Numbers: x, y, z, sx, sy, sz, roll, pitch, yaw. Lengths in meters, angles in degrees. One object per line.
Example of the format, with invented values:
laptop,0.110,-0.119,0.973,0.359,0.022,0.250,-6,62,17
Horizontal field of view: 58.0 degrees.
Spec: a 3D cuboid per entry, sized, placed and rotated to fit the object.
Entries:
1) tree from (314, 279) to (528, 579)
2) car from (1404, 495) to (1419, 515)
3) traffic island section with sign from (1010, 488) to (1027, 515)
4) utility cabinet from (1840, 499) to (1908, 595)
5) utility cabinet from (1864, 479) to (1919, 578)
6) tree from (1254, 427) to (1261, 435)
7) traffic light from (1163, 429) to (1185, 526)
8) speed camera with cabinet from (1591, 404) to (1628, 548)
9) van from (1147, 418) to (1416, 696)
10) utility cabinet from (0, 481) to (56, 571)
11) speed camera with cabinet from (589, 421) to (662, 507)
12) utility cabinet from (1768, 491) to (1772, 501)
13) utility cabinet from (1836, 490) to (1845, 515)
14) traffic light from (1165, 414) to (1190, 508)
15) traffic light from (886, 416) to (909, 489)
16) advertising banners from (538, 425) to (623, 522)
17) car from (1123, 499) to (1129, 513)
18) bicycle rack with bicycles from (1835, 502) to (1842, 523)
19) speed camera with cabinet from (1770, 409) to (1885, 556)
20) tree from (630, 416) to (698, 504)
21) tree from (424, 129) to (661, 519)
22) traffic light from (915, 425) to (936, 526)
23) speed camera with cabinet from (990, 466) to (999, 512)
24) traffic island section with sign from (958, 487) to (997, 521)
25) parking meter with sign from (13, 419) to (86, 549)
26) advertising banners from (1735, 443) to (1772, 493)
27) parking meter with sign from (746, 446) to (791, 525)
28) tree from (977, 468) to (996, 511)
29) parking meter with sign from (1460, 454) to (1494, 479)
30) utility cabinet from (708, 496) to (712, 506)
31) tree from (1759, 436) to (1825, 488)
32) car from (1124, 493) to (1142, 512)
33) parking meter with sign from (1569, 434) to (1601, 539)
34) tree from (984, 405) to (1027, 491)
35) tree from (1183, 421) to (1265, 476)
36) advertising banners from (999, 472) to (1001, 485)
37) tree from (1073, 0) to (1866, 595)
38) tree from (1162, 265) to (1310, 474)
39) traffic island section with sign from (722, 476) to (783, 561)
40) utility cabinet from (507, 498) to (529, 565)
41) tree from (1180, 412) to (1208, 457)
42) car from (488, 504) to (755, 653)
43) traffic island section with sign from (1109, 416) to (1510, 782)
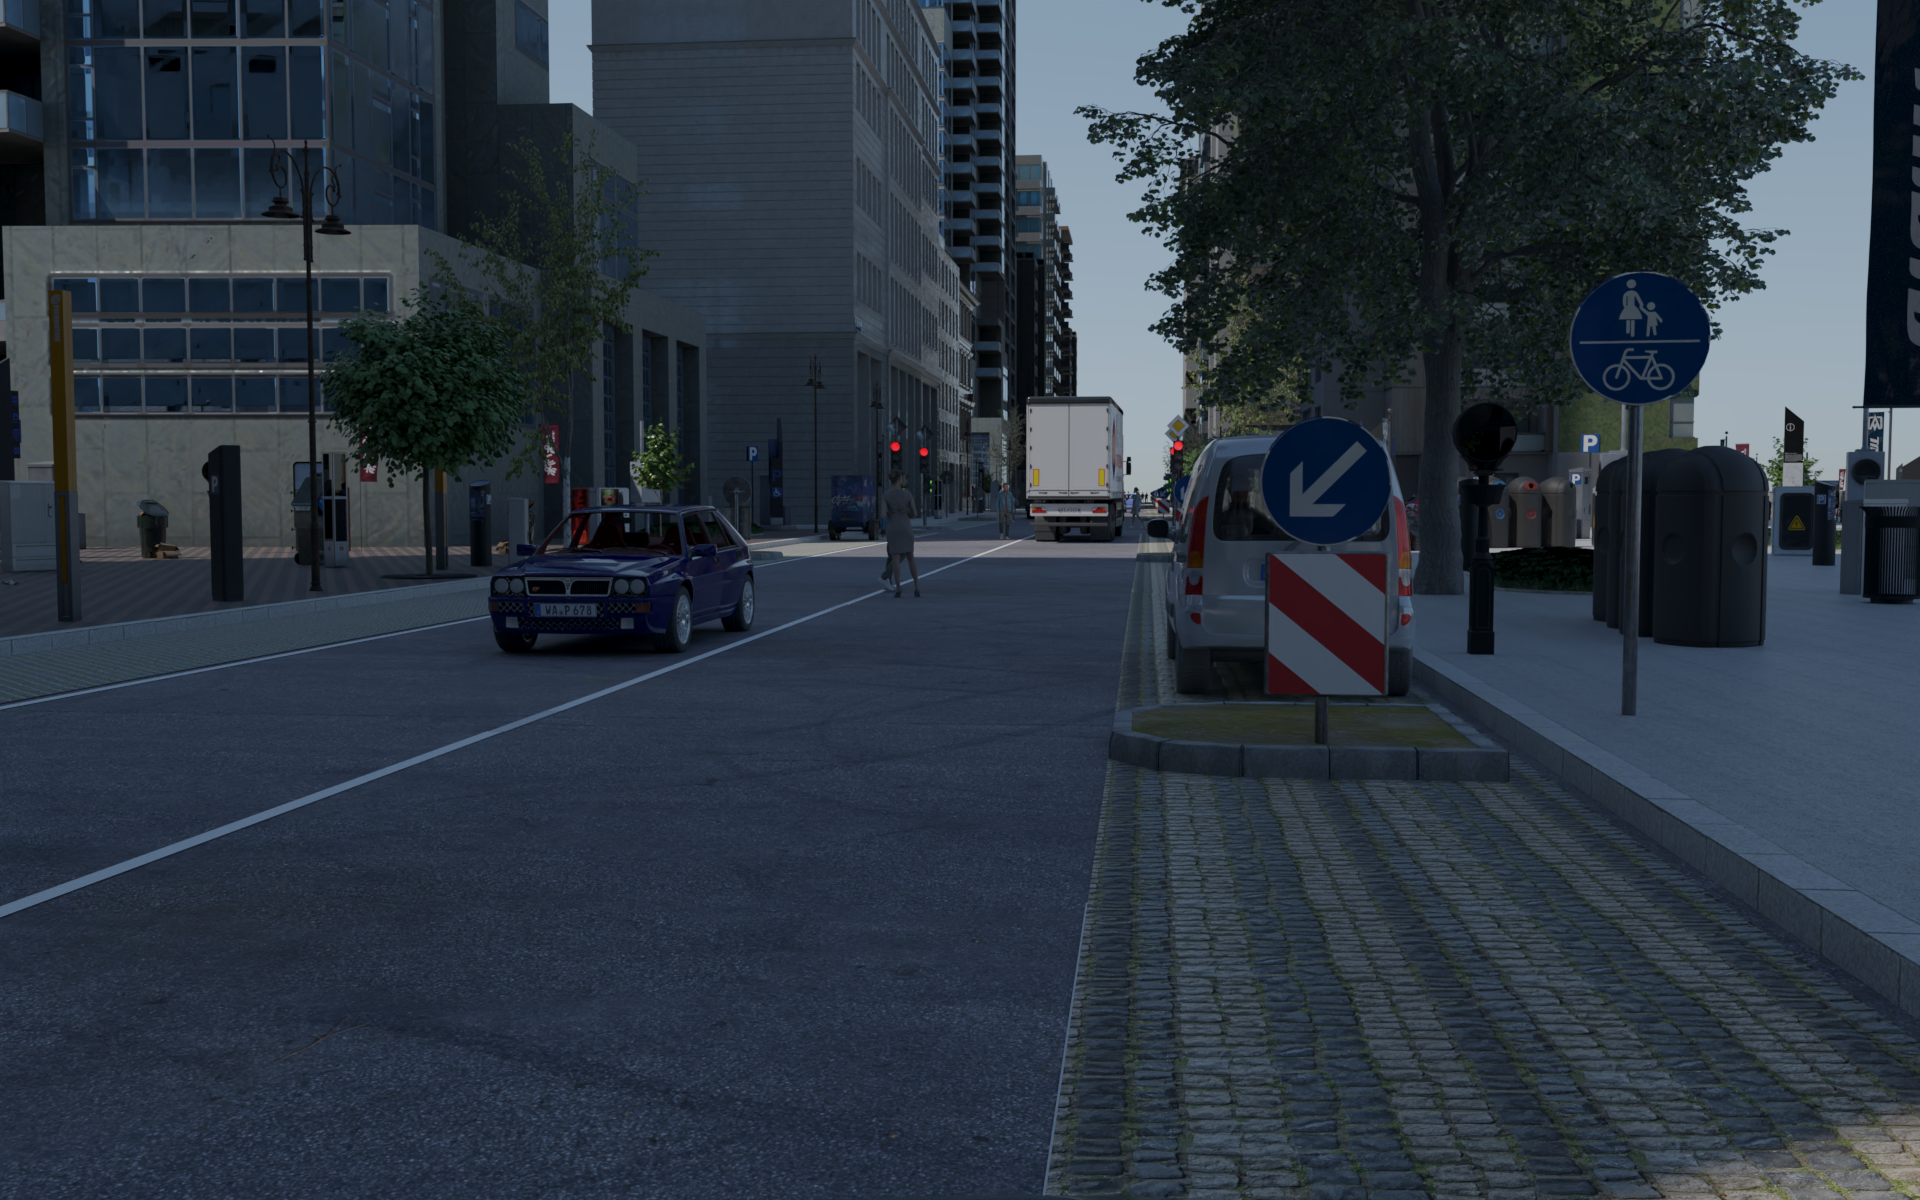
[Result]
tree,-8.214,-2.629,26.691,4.285,4.588,4.351,0,3,0
car,18.733,-3.417,64.907,4.494,1.783,2.155,0,4,6
traffic island section with sign,3.891,-6.810,119.974,1.989,1.847,2.006,0,4,6
utility cabinet,11.801,-0.686,22.384,1.020,1.237,0.306,-2,4,-32
utility cabinet,14.375,-1.077,26.292,1.173,1.500,0.318,2,4,24
tree,8.578,-3.394,50.099,1.663,3.219,1.824,0,3,0
traffic light,8.545,-4.911,69.208,0.839,4.253,0.868,0,4,6
speed camera with cabinet,14.202,-2.660,37.819,0.660,3.252,2.038,1,4,16
van,2.489,-0.406,13.654,2.013,2.044,4.112,0,4,5
utility cabinet,-15.319,-1.233,28.836,0.318,1.500,1.173,2,4,29
speed camera with cabinet,-8.940,-3.172,46.193,2.038,3.252,0.660,-3,5,-45
utility cabinet,56.718,-6.913,121.712,0.318,1.500,1.173,0,4,-6
utility cabinet,48.495,-5.288,95.136,0.318,1.500,1.173,0,4,7
traffic light,7.690,-4.425,61.269,0.839,4.253,0.868,0,4,6
traffic light,-2.265,-4.489,62.321,0.839,4.253,0.868,0,4,6
advertising banners,-9.478,-2.880,43.269,2.074,3.025,0.090,0,4,0
car,11.989,-7.488,134.221,2.131,1.459,4.920,0,4,7
bicycle rack with bicycles,37.846,-3.769,75.000,2.852,0.926,2.925,2,4,29
speed camera with cabinet,17.908,-2.533,35.755,2.038,3.252,0.660,1,4,22
tree,-7.252,-2.941,42.684,1.663,3.219,1.824,0,3,0
tree,-8.098,-5.144,34.466,4.737,8.622,4.395,0,3,0
traffic light,-1.410,-4.975,70.261,0.839,4.253,0.868,0,4,6
speed camera with cabinet,2.445,-7.922,123.867,0.660,3.252,2.038,0,4,2
traffic island section with sign,0.980,-5.158,92.962,1.989,1.847,2.006,0,4,6
parking meter with sign,-21.185,-2.685,40.158,1.738,3.016,0.543,0,4,7
advertising banners,27.454,-3.858,59.270,0.090,3.025,2.074,-2,4,-34
parking meter with sign,-6.886,-4.065,62.719,1.738,3.016,0.543,2,4,34
tree,2.003,-8.280,129.983,1.663,3.219,1.824,0,3,0
parking meter with sign,17.210,-3.714,56.984,1.738,3.016,0.543,-3,4,-37
utility cabinet,-16.616,-6.206,112.623,1.020,1.237,0.306,-1,4,-15
tree,23.810,-3.372,49.732,1.663,3.219,1.824,0,3,0
car,13.669,-7.938,139.377,1.945,1.707,3.694,0,4,5
parking meter with sign,17.753,-3.266,49.661,0.543,3.016,1.738,3,5,40
tree,3.984,-11.795,143.212,4.360,8.622,3.978,0,3,0
tree,12.284,-5.680,76.583,4.285,4.588,4.351,0,3,0
advertising banners,2.987,-8.679,138.082,0.090,3.025,2.074,-1,4,-13
tree,6.275,-7.048,21.898,9.857,13.997,8.962,0,3,0
tree,9.239,-6.400,54.995,4.737,8.622,4.395,0,3,0
traffic island section with sign,-4.951,-1.790,37.902,1.989,1.847,2.006,0,4,6
utility cabinet,-7.584,-1.139,29.784,0.306,1.237,1.020,-1,4,-11
tree,20.985,-12.455,153.999,4.360,8.622,3.978,0,3,0
car,-3.200,-0.265,16.914,1.945,1.354,3.894,0,4,6
traffic island section with sign,1.836,-0.059,9.598,1.989,1.847,2.006,0,4,6
